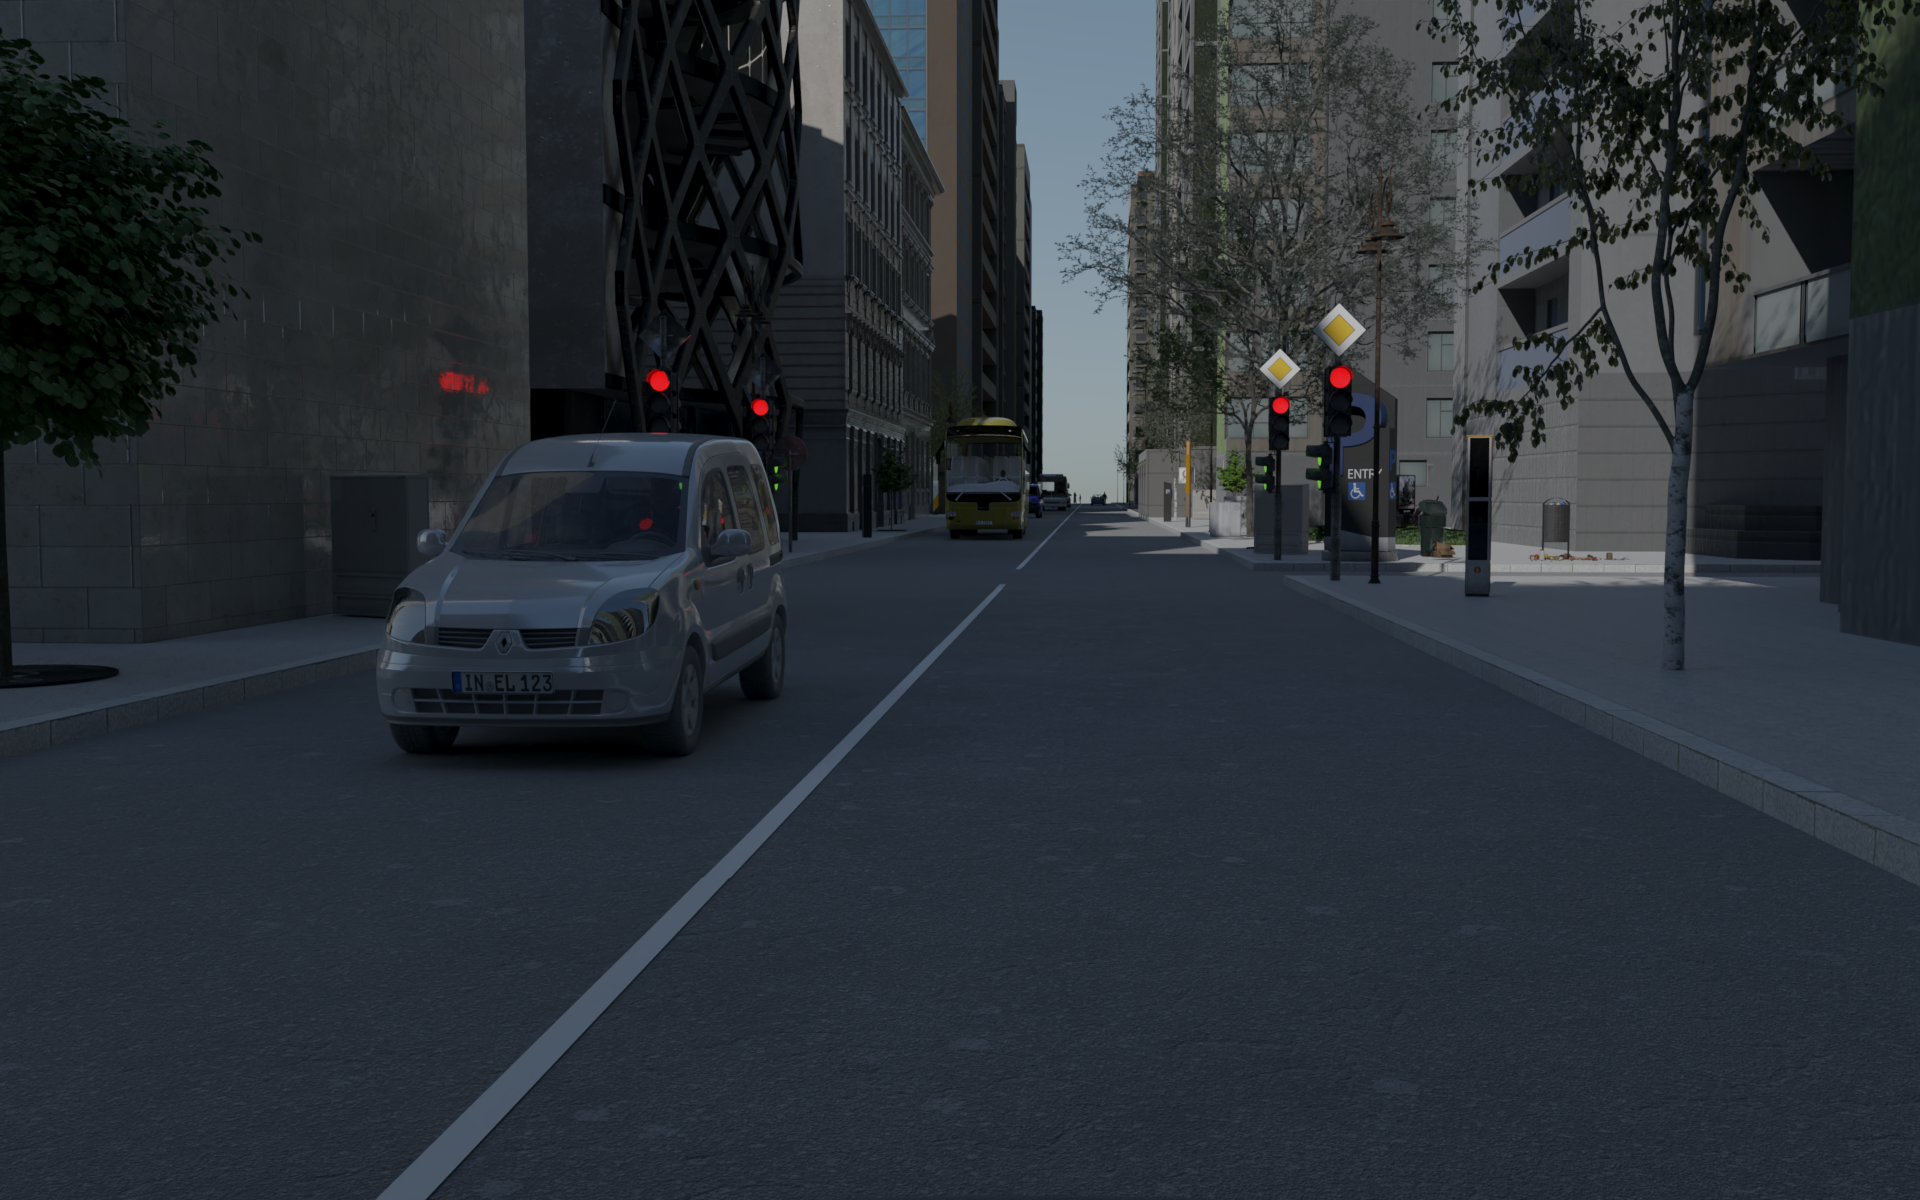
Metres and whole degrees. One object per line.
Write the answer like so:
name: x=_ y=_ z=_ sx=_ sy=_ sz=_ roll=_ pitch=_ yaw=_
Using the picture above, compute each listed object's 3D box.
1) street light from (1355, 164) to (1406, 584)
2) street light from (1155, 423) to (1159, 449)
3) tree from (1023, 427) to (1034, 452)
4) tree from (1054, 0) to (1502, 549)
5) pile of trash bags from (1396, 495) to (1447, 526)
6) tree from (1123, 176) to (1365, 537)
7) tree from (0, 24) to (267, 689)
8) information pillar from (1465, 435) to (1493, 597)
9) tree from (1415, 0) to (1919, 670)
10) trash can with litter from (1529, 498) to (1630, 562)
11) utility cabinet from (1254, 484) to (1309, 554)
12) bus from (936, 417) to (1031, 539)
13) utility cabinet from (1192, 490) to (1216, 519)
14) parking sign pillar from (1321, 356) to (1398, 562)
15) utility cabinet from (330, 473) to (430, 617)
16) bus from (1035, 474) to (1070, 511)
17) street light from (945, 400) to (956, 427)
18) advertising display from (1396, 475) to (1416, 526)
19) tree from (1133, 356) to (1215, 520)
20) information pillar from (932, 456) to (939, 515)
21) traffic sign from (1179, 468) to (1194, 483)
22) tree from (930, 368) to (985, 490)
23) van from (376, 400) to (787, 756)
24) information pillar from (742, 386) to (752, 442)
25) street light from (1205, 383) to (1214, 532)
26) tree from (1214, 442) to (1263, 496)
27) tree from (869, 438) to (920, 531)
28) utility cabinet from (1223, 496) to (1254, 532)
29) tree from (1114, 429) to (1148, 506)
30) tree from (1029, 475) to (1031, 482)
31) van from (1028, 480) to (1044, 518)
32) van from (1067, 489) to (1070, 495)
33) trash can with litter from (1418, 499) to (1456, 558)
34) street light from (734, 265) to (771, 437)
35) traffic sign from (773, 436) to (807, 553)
street light: x=5.955 y=-3.175 z=24.699 sx=0.468 sy=5.910 sz=1.993 roll=0 pitch=4 yaw=4
street light: x=12.295 y=-8.278 z=108.127 sx=0.468 sy=5.910 sz=1.993 roll=0 pitch=4 yaw=4
tree: x=5.956 y=-14.424 z=186.198 sx=4.737 sy=8.622 sz=4.395 roll=0 pitch=3 yaw=0
tree: x=7.316 y=-7.924 z=39.921 sx=12.009 sy=13.543 sz=11.850 roll=0 pitch=3 yaw=0
pile of trash bags: x=16.739 y=-3.169 z=61.561 sx=1.912 sy=1.369 sz=3.447 roll=-3 pitch=5 yaw=-40
tree: x=8.356 y=-7.154 z=51.381 sx=7.601 sy=10.594 sz=8.767 roll=-1 pitch=4 yaw=-14
tree: x=-6.555 y=-1.725 z=11.918 sx=4.285 sy=4.588 sz=4.351 roll=0 pitch=3 yaw=0
information pillar: x=6.498 y=-1.052 z=21.688 sx=0.304 sy=2.012 sz=0.304 roll=1 pitch=4 yaw=19
tree: x=5.278 y=-3.810 z=12.648 sx=4.360 sy=8.622 sz=3.978 roll=0 pitch=3 yaw=0
trash can with litter: x=11.998 y=-1.380 z=33.623 sx=2.233 sy=1.210 sz=1.678 roll=0 pitch=4 yaw=-1
utility cabinet: x=6.858 y=-1.732 z=37.004 sx=1.173 sy=1.500 sz=0.318 roll=3 pitch=5 yaw=42
bus: x=1.019 y=-4.121 z=58.928 sx=2.896 sy=3.916 sz=12.252 roll=0 pitch=4 yaw=3
utility cabinet: x=12.255 y=-4.790 z=86.998 sx=1.173 sy=1.500 sz=0.318 roll=0 pitch=4 yaw=-3
parking sign pillar: x=7.720 y=-2.745 z=33.357 sx=1.447 sy=3.967 sz=1.447 roll=2 pitch=4 yaw=35
utility cabinet: x=-6.032 y=-0.569 z=17.983 sx=1.173 sy=1.500 sz=0.318 roll=2 pitch=4 yaw=32
bus: x=8.079 y=-9.659 z=152.788 sx=2.948 sy=3.499 sz=13.247 roll=0 pitch=4 yaw=2
street light: x=-0.460 y=-6.889 z=85.424 sx=0.468 sy=5.910 sz=1.993 roll=0 pitch=4 yaw=4
advertising display: x=14.772 y=-3.194 z=57.434 sx=0.974 sy=1.923 sz=0.123 roll=-3 pitch=5 yaw=-42
tree: x=10.684 y=-8.274 z=85.641 sx=4.360 sy=8.622 sz=3.978 roll=0 pitch=3 yaw=0
information pillar: x=-1.480 y=-7.045 z=106.546 sx=0.183 sy=3.616 sz=0.504 roll=-3 pitch=4 yaw=-37
traffic sign: x=8.772 y=-3.970 z=67.035 sx=0.606 sy=2.300 sz=0.079 roll=1 pitch=4 yaw=8
tree: x=-0.649 y=-9.153 z=100.021 sx=4.737 sy=8.622 sz=4.395 roll=0 pitch=3 yaw=0
van: x=-2.185 y=-0.234 z=10.838 sx=2.013 sy=2.044 sz=4.112 roll=0 pitch=4 yaw=4
information pillar: x=-4.564 y=-2.813 z=37.340 sx=0.183 sy=3.616 sz=0.504 roll=-2 pitch=4 yaw=-28
street light: x=8.422 y=-5.211 z=57.993 sx=0.468 sy=5.910 sz=1.993 roll=0 pitch=4 yaw=4
tree: x=10.144 y=-4.263 z=64.298 sx=1.663 sy=3.219 sz=1.824 roll=0 pitch=3 yaw=0
tree: x=-2.363 y=-3.979 z=59.651 sx=1.663 sy=3.219 sz=1.824 roll=0 pitch=3 yaw=0
utility cabinet: x=9.550 y=-2.945 z=59.319 sx=1.020 sy=1.237 sz=0.306 roll=2 pitch=4 yaw=26
tree: x=19.274 y=-14.877 z=193.605 sx=4.737 sy=8.622 sz=4.395 roll=0 pitch=3 yaw=0
tree: x=5.700 y=-11.891 z=178.135 sx=4.285 sy=4.588 sz=4.351 roll=0 pitch=3 yaw=0
van: x=3.970 y=-6.113 z=104.335 sx=2.240 sy=2.365 sz=5.245 roll=0 pitch=4 yaw=5
van: x=12.231 y=-12.473 z=208.321 sx=2.240 sy=2.365 sz=5.245 roll=0 pitch=4 yaw=6
trash can with litter: x=9.753 y=-1.457 z=35.203 sx=0.624 sy=1.170 sz=1.055 roll=-1 pitch=4 yaw=-12
street light: x=-4.188 y=-3.814 z=35.143 sx=0.468 sy=5.910 sz=1.993 roll=0 pitch=4 yaw=4
traffic sign: x=-3.721 y=-2.313 z=37.930 sx=0.768 sy=2.556 sz=0.104 roll=1 pitch=4 yaw=10
